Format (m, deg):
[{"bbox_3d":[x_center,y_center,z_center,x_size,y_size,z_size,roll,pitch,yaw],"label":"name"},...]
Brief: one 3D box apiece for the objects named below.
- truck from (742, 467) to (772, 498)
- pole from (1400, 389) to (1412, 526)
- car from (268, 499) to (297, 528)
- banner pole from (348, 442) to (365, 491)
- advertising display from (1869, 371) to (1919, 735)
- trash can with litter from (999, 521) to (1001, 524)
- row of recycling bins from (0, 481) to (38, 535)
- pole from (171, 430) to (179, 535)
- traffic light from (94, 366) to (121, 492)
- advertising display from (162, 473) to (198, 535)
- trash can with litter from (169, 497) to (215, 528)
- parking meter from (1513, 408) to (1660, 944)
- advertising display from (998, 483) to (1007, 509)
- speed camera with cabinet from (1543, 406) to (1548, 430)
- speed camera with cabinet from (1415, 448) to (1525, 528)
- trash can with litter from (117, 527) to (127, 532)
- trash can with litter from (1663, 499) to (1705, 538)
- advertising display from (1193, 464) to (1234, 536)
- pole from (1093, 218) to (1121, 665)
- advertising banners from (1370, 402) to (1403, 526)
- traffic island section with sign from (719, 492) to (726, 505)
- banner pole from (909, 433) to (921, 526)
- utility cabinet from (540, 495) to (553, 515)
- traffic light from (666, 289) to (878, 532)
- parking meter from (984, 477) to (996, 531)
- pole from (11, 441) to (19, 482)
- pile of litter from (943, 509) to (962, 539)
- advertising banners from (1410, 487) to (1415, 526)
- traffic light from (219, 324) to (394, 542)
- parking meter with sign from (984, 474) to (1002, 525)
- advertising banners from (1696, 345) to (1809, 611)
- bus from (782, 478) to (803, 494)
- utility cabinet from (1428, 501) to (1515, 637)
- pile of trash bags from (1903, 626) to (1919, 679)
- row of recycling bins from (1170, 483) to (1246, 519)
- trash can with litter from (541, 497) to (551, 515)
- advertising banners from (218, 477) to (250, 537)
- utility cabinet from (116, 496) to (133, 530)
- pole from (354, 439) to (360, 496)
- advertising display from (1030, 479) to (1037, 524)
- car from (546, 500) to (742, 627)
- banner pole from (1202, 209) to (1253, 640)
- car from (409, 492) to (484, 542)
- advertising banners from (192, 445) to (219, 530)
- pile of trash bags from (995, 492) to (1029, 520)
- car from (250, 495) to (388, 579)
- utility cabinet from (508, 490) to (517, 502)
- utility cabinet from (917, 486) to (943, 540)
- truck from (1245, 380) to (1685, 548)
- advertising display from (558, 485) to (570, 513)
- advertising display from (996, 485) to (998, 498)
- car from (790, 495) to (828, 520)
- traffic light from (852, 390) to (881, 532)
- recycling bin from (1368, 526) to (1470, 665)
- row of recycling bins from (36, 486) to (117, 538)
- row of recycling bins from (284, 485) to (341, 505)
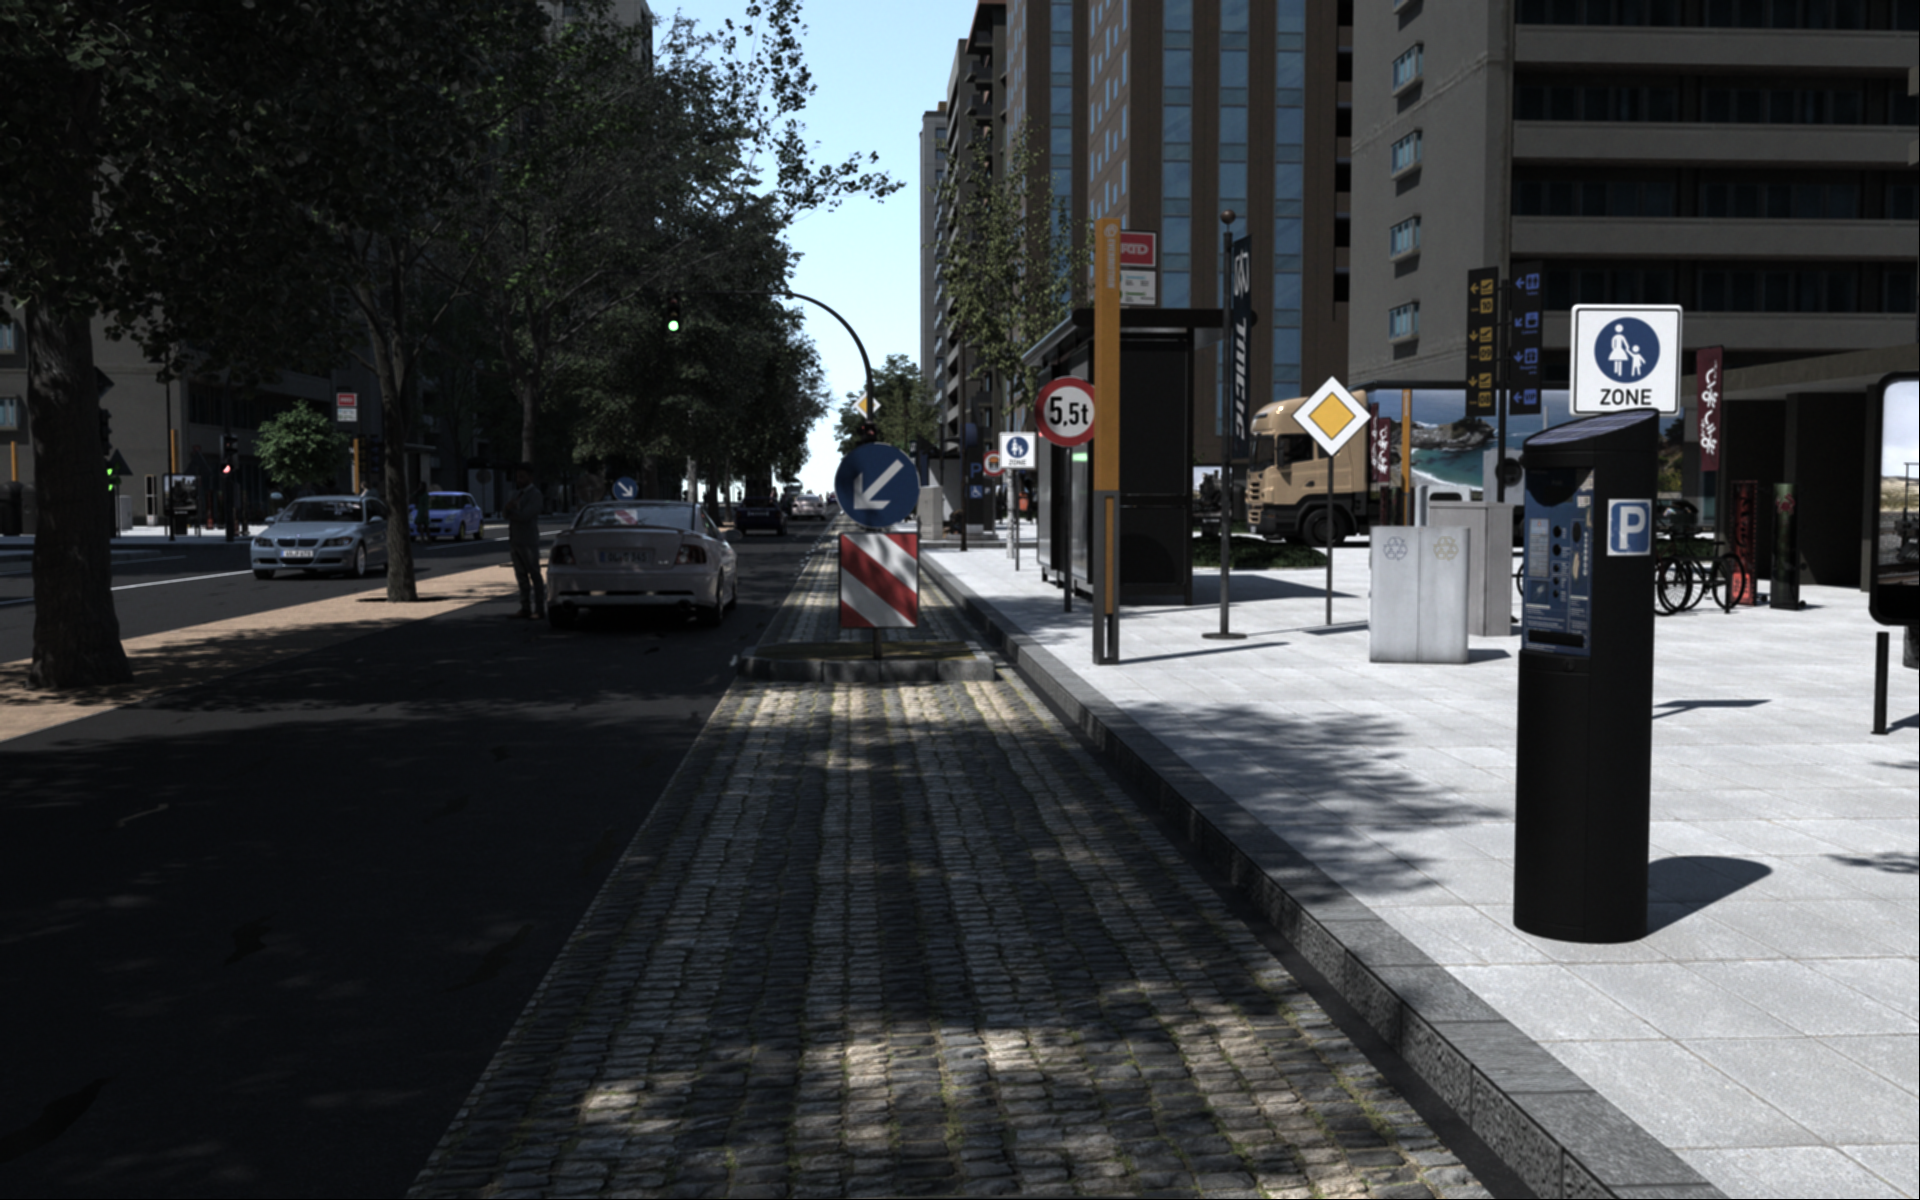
[{"bbox_3d":[-20.026,-11.199,172.014,2.839,4.237,11.283,0,4,-5],"label":"truck"},{"bbox_3d":[8.708,-2.445,33.812,0.158,3.312,0.155,0,3,0],"label":"pole"},{"bbox_3d":[-19.687,-2.492,53.103,2.083,1.381,4.827,0,4,-4],"label":"car"},{"bbox_3d":[-25.558,-5.111,73.581,0.863,3.779,0.401,0,4,-3],"label":"banner pole"},{"bbox_3d":[5.267,-0.230,8.969,0.974,1.923,0.123,2,4,34],"label":"advertising display"},{"bbox_3d":[1.336,-3.986,76.230,1.678,1.210,2.233,0,4,7],"label":"trash can with litter"},{"bbox_3d":[-29.533,-2.919,54.841,3.534,1.692,1.069,1,4,12],"label":"row of recycling bins"},{"bbox_3d":[-24.809,-3.728,54.798,0.158,3.312,0.155,0,3,0],"label":"pole"},{"bbox_3d":[-18.930,-3.004,38.035,0.839,4.253,0.868,0,4,-4],"label":"traffic light"},{"bbox_3d":[-24.236,-2.973,53.830,0.974,1.923,0.123,-2,4,-24],"label":"advertising display"},{"bbox_3d":[-28.542,-3.328,65.466,2.233,1.210,1.678,0,4,2],"label":"trash can with litter"},{"bbox_3d":[1.830,0.204,5.073,0.372,1.533,0.369,0,3,0],"label":"parking meter"},{"bbox_3d":[2.663,-5.797,99.991,0.123,1.923,0.974,3,4,38],"label":"advertising display"},{"bbox_3d":[13.880,-2.749,39.286,2.038,3.252,0.660,0,4,0],"label":"speed camera with cabinet"},{"bbox_3d":[10.178,-2.462,34.583,2.038,3.252,0.660,0,4,-1],"label":"speed camera with cabinet"},{"bbox_3d":[-28.846,-2.885,58.229,1.678,1.210,2.233,1,4,23],"label":"trash can with litter"},{"bbox_3d":[16.384,-1.687,38.965,1.055,1.170,0.624,-2,4,-34],"label":"trash can with litter"},{"bbox_3d":[5.377,-1.958,37.224,0.974,1.923,0.123,0,4,-2],"label":"advertising display"},{"bbox_3d":[1.098,-1.169,12.952,0.158,3.312,0.155,0,3,0],"label":"pole"},{"bbox_3d":[7.956,-2.217,32.433,0.090,3.025,2.074,0,4,-2],"label":"advertising banners"},{"bbox_3d":[-30.750,-13.436,228.301,1.989,1.847,2.006,0,4,-4],"label":"traffic island section with sign"},{"bbox_3d":[-1.798,-4.934,70.692,0.401,3.779,0.863,-3,5,-43],"label":"banner pole"},{"bbox_3d":[-25.685,-5.868,107.101,1.020,1.237,0.306,1,4,9],"label":"utility cabinet"},{"bbox_3d":[-4.134,-3.924,38.822,4.771,5.953,1.251,0,4,-4],"label":"traffic light"},{"bbox_3d":[1.005,-3.305,59.744,0.399,1.863,0.255,1,4,23],"label":"parking meter"},{"bbox_3d":[-36.658,-4.488,67.224,0.158,3.312,0.155,0,3,0],"label":"pole"},{"bbox_3d":[-0.346,-2.221,50.279,1.176,0.858,1.719,1,4,21],"label":"pile of litter"},{"bbox_3d":[10.063,-2.618,38.989,0.090,3.025,2.074,-2,4,-32],"label":"advertising banners"},{"bbox_3d":[-17.341,-4.373,46.168,4.771,5.953,1.251,0,4,-4],"label":"traffic light"},{"bbox_3d":[1.020,-4.655,72.371,1.738,3.016,0.543,-2,4,-29],"label":"parking meter with sign"},{"bbox_3d":[9.023,-1.447,19.851,0.090,3.025,2.074,-1,4,-10],"label":"advertising banners"},{"bbox_3d":[-25.753,-16.898,267.831,2.896,3.916,12.252,0,4,-3],"label":"bus"},{"bbox_3d":[4.723,-0.299,16.044,0.306,1.237,1.020,-1,4,-15],"label":"utility cabinet"},{"bbox_3d":[7.903,-0.172,12.559,1.912,1.369,3.447,2,4,27],"label":"pile of trash bags"},{"bbox_3d":[9.354,-3.570,65.477,3.534,1.692,1.069,-2,4,-35],"label":"row of recycling bins"},{"bbox_3d":[-25.171,-5.765,105.641,0.624,1.170,1.055,1,4,16],"label":"trash can with litter"},{"bbox_3d":[-21.953,-3.442,52.465,0.090,3.025,2.074,0,4,-3],"label":"advertising banners"},{"bbox_3d":[-29.951,-3.108,61.971,0.306,1.237,1.020,0,4,-5],"label":"utility cabinet"},{"bbox_3d":[-22.306,-4.294,64.055,0.158,3.312,0.155,0,3,0],"label":"pole"},{"bbox_3d":[3.410,-4.165,73.313,0.974,1.923,0.123,-2,4,-28],"label":"advertising display"},{"bbox_3d":[-3.606,-0.473,20.102,2.083,1.381,4.827,0,4,-4],"label":"car"},{"bbox_3d":[2.396,-1.535,15.115,0.401,3.779,0.863,-1,4,-9],"label":"banner pole"},{"bbox_3d":[-15.864,-2.672,53.275,1.945,1.707,3.694,0,4,-2],"label":"car"},{"bbox_3d":[-27.037,-4.048,62.377,0.090,3.025,2.074,0,4,7],"label":"advertising banners"},{"bbox_3d":[1.832,-4.639,85.595,3.447,1.369,1.912,1,4,17],"label":"pile of trash bags"},{"bbox_3d":[-11.152,-1.149,30.785,2.014,1.417,4.499,0,4,-5],"label":"car"},{"bbox_3d":[-25.748,-5.652,101.089,1.173,1.500,0.318,-3,4,-38],"label":"utility cabinet"},{"bbox_3d":[-0.844,-2.403,47.975,0.318,1.500,1.173,-2,4,-23],"label":"utility cabinet"},{"bbox_3d":[12.361,-3.368,43.973,11.283,4.237,2.839,0,4,-3],"label":"truck"},{"bbox_3d":[-27.338,-6.988,119.459,0.123,1.923,0.974,2,4,35],"label":"advertising display"},{"bbox_3d":[2.746,-7.019,119.970,0.123,1.923,0.974,-2,4,-25],"label":"advertising display"},{"bbox_3d":[-8.354,-5.093,95.627,2.083,1.381,4.827,0,4,-4],"label":"car"},{"bbox_3d":[-2.546,-3.556,47.061,0.839,4.253,0.868,0,4,-4],"label":"traffic light"},{"bbox_3d":[3.542,-0.052,13.409,0.722,1.027,0.722,1,4,12],"label":"recycling bin"},{"bbox_3d":[-25.909,-2.689,51.085,3.534,1.692,1.069,3,5,42],"label":"row of recycling bins"},{"bbox_3d":[-28.324,-4.213,76.000,1.069,1.692,3.534,1,4,14],"label":"row of recycling bins"}]
